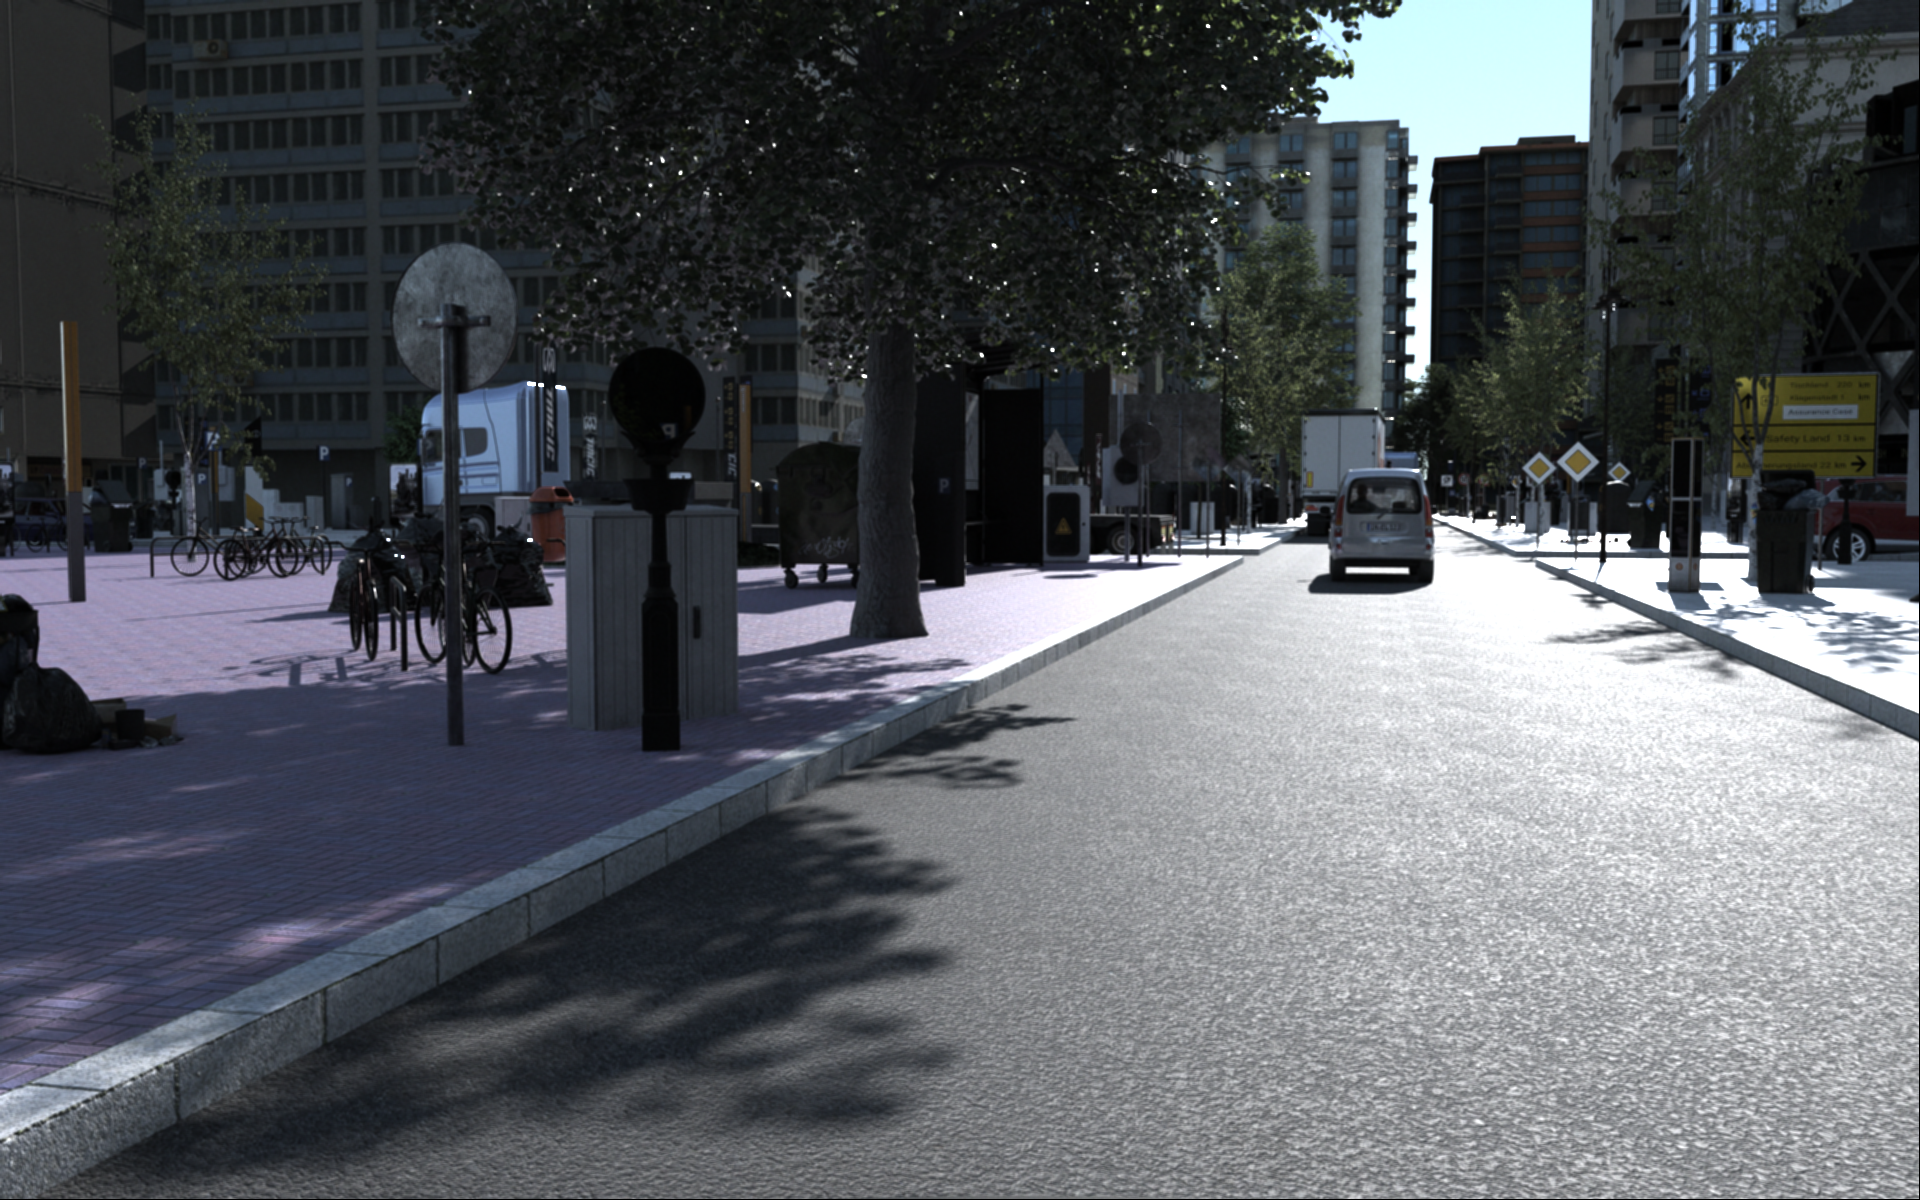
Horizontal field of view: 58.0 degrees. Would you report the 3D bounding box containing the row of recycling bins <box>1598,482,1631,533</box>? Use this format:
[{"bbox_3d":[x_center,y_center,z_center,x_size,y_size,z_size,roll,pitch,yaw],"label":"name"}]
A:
[{"bbox_3d":[22.056,-3.129,58.274,1.069,1.692,3.534,1,4,18],"label":"row of recycling bins"}]

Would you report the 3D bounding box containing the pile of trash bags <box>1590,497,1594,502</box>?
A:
[{"bbox_3d":[37.967,-6.016,108.109,3.447,1.369,1.912,2,4,32],"label":"pile of trash bags"}]

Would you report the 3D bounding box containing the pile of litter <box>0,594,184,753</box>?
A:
[{"bbox_3d":[-4.887,0.302,9.021,1.719,0.858,1.176,2,4,27],"label":"pile of litter"}]

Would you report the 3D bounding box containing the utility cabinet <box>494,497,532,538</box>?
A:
[{"bbox_3d":[-9.678,-1.636,37.905,0.306,1.237,1.020,2,4,35],"label":"utility cabinet"}]

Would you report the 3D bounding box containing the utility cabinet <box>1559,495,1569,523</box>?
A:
[{"bbox_3d":[26.968,-4.104,78.267,1.020,1.237,0.306,1,4,12],"label":"utility cabinet"}]

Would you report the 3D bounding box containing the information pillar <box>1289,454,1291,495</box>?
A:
[{"bbox_3d":[18.601,-6.502,97.666,0.183,3.616,0.504,1,4,14],"label":"information pillar"}]

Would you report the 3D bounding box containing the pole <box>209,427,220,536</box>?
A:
[{"bbox_3d":[-22.557,-3.582,52.404,0.158,3.312,0.155,0,3,0],"label":"pole"}]

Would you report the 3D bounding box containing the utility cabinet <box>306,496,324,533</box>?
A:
[{"bbox_3d":[-21.385,-2.831,57.442,0.306,1.237,1.020,-3,4,-36],"label":"utility cabinet"}]

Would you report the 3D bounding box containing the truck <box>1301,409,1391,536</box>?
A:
[{"bbox_3d":[13.969,-4.498,62.457,2.839,4.237,11.283,1,4,15],"label":"truck"}]

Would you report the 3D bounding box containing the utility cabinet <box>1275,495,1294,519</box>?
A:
[{"bbox_3d":[17.030,-4.887,91.063,1.020,1.237,0.306,2,4,28],"label":"utility cabinet"}]

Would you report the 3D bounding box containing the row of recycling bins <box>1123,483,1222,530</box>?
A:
[{"bbox_3d":[7.790,-3.396,62.637,3.534,1.692,1.069,1,4,13],"label":"row of recycling bins"}]

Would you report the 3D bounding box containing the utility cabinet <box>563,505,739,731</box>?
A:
[{"bbox_3d":[-1.722,0.084,9.791,0.306,1.237,1.020,3,5,42],"label":"utility cabinet"}]

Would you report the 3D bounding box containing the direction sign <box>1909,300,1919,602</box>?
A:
[{"bbox_3d":[11.504,-1.743,20.492,0.876,3.537,0.379,-2,4,-34],"label":"direction sign"}]

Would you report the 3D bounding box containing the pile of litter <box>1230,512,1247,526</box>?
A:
[{"bbox_3d":[11.494,-3.478,70.830,1.176,0.858,1.719,2,4,29],"label":"pile of litter"}]

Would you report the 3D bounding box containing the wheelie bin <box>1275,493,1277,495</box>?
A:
[{"bbox_3d":[19.443,-6.117,107.923,0.693,1.594,0.980,0,4,-1],"label":"wheelie bin"}]

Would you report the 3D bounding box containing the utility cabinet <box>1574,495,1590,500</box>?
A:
[{"bbox_3d":[32.884,-4.916,91.531,1.020,1.237,0.306,-2,4,-34],"label":"utility cabinet"}]

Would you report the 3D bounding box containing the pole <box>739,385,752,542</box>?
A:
[{"bbox_3d":[-4.009,-2.357,32.379,0.158,3.312,0.155,0,3,0],"label":"pole"}]

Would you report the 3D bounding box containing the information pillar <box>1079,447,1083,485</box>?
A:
[{"bbox_3d":[6.088,-5.866,87.262,0.183,3.616,0.504,-1,4,-14],"label":"information pillar"}]

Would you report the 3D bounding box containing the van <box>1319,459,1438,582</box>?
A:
[{"bbox_3d":[7.187,-1.386,29.681,2.013,2.044,4.112,1,4,12],"label":"van"}]

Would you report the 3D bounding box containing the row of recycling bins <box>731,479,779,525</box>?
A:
[{"bbox_3d":[-4.985,-2.574,49.196,3.534,1.692,1.069,-3,5,-42],"label":"row of recycling bins"}]

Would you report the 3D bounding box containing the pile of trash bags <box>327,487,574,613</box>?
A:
[{"bbox_3d":[-5.565,-0.633,20.100,1.912,1.369,3.447,1,4,21],"label":"pile of trash bags"}]

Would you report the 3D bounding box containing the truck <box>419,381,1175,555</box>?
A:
[{"bbox_3d":[-4.458,-3.124,40.829,18.799,4.110,2.967,1,4,14],"label":"truck"}]

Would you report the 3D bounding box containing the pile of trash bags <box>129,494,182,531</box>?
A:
[{"bbox_3d":[-28.642,-3.142,61.125,3.447,1.369,1.912,2,4,27],"label":"pile of trash bags"}]

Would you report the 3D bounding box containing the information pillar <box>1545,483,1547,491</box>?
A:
[{"bbox_3d":[30.750,-5.257,90.440,0.304,2.012,0.304,0,4,4],"label":"information pillar"}]

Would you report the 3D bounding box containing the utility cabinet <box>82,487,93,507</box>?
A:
[{"bbox_3d":[-27.363,-2.805,54.539,0.318,1.500,1.173,2,4,27],"label":"utility cabinet"}]

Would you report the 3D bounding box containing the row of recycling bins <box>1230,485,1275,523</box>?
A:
[{"bbox_3d":[12.272,-4.259,76.751,3.534,1.692,1.069,2,4,30],"label":"row of recycling bins"}]

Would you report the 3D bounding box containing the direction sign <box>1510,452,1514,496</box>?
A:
[{"bbox_3d":[29.460,-6.148,92.512,0.379,3.537,0.876,2,4,28],"label":"direction sign"}]

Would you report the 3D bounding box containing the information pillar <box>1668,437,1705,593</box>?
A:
[{"bbox_3d":[9.477,-1.108,22.613,0.304,2.012,0.304,-3,5,-42],"label":"information pillar"}]

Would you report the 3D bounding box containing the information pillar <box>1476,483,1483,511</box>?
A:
[{"bbox_3d":[33.212,-6.500,110.761,0.304,2.012,0.304,-2,4,-24],"label":"information pillar"}]

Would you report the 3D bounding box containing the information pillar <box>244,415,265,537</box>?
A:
[{"bbox_3d":[-20.967,-3.676,51.459,0.504,3.616,0.183,-2,4,-30],"label":"information pillar"}]

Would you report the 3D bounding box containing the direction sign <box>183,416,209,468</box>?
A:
[{"bbox_3d":[-22.360,-3.595,50.768,0.379,3.537,0.876,1,4,22],"label":"direction sign"}]

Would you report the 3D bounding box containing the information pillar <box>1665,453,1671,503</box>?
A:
[{"bbox_3d":[36.004,-5.913,88.039,0.183,3.616,0.504,0,4,3],"label":"information pillar"}]

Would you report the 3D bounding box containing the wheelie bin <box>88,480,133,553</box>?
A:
[{"bbox_3d":[-18.772,-1.854,38.226,0.693,1.594,0.980,1,4,20],"label":"wheelie bin"}]

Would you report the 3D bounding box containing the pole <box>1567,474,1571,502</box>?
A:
[{"bbox_3d":[30.249,-5.637,86.009,0.158,3.312,0.155,0,3,0],"label":"pole"}]

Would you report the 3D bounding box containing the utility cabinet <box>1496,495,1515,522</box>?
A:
[{"bbox_3d":[24.754,-4.123,78.580,0.306,1.237,1.020,-1,4,-17],"label":"utility cabinet"}]

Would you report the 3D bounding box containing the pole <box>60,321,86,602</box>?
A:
[{"bbox_3d":[-10.533,-1.635,20.568,0.158,3.312,0.155,0,3,0],"label":"pole"}]

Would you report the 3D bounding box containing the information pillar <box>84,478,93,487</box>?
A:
[{"bbox_3d":[-40.069,-4.597,79.652,0.304,2.012,0.304,-3,5,-39],"label":"information pillar"}]

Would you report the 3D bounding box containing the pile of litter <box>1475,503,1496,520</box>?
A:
[{"bbox_3d":[26.451,-4.446,86.661,1.719,0.858,1.176,0,4,-2],"label":"pile of litter"}]

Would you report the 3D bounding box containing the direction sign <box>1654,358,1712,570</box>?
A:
[{"bbox_3d":[12.066,-2.261,28.971,0.876,3.537,0.379,1,4,18],"label":"direction sign"}]

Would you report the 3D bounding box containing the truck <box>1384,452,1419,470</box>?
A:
[{"bbox_3d":[26.773,-7.083,105.564,2.967,4.110,18.799,1,4,14],"label":"truck"}]

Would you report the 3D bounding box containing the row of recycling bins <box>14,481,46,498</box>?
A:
[{"bbox_3d":[-30.811,-3.028,56.615,1.069,1.692,3.534,-3,5,-42],"label":"row of recycling bins"}]

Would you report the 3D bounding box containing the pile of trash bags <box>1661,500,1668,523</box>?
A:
[{"bbox_3d":[31.290,-4.165,77.857,3.447,1.369,1.912,2,4,30],"label":"pile of trash bags"}]

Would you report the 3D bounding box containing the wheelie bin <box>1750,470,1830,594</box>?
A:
[{"bbox_3d":[10.752,-0.893,22.502,0.980,1.594,0.693,3,4,36],"label":"wheelie bin"}]

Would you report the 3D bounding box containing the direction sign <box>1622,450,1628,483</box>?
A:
[{"bbox_3d":[33.825,-5.884,88.192,0.379,3.537,0.876,3,4,39],"label":"direction sign"}]

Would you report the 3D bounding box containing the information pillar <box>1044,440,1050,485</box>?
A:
[{"bbox_3d":[3.671,-5.060,74.086,0.183,3.616,0.504,2,4,35],"label":"information pillar"}]

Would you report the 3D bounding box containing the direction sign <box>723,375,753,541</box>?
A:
[{"bbox_3d":[-4.267,-2.527,33.317,0.379,3.537,0.876,-3,5,-45],"label":"direction sign"}]
